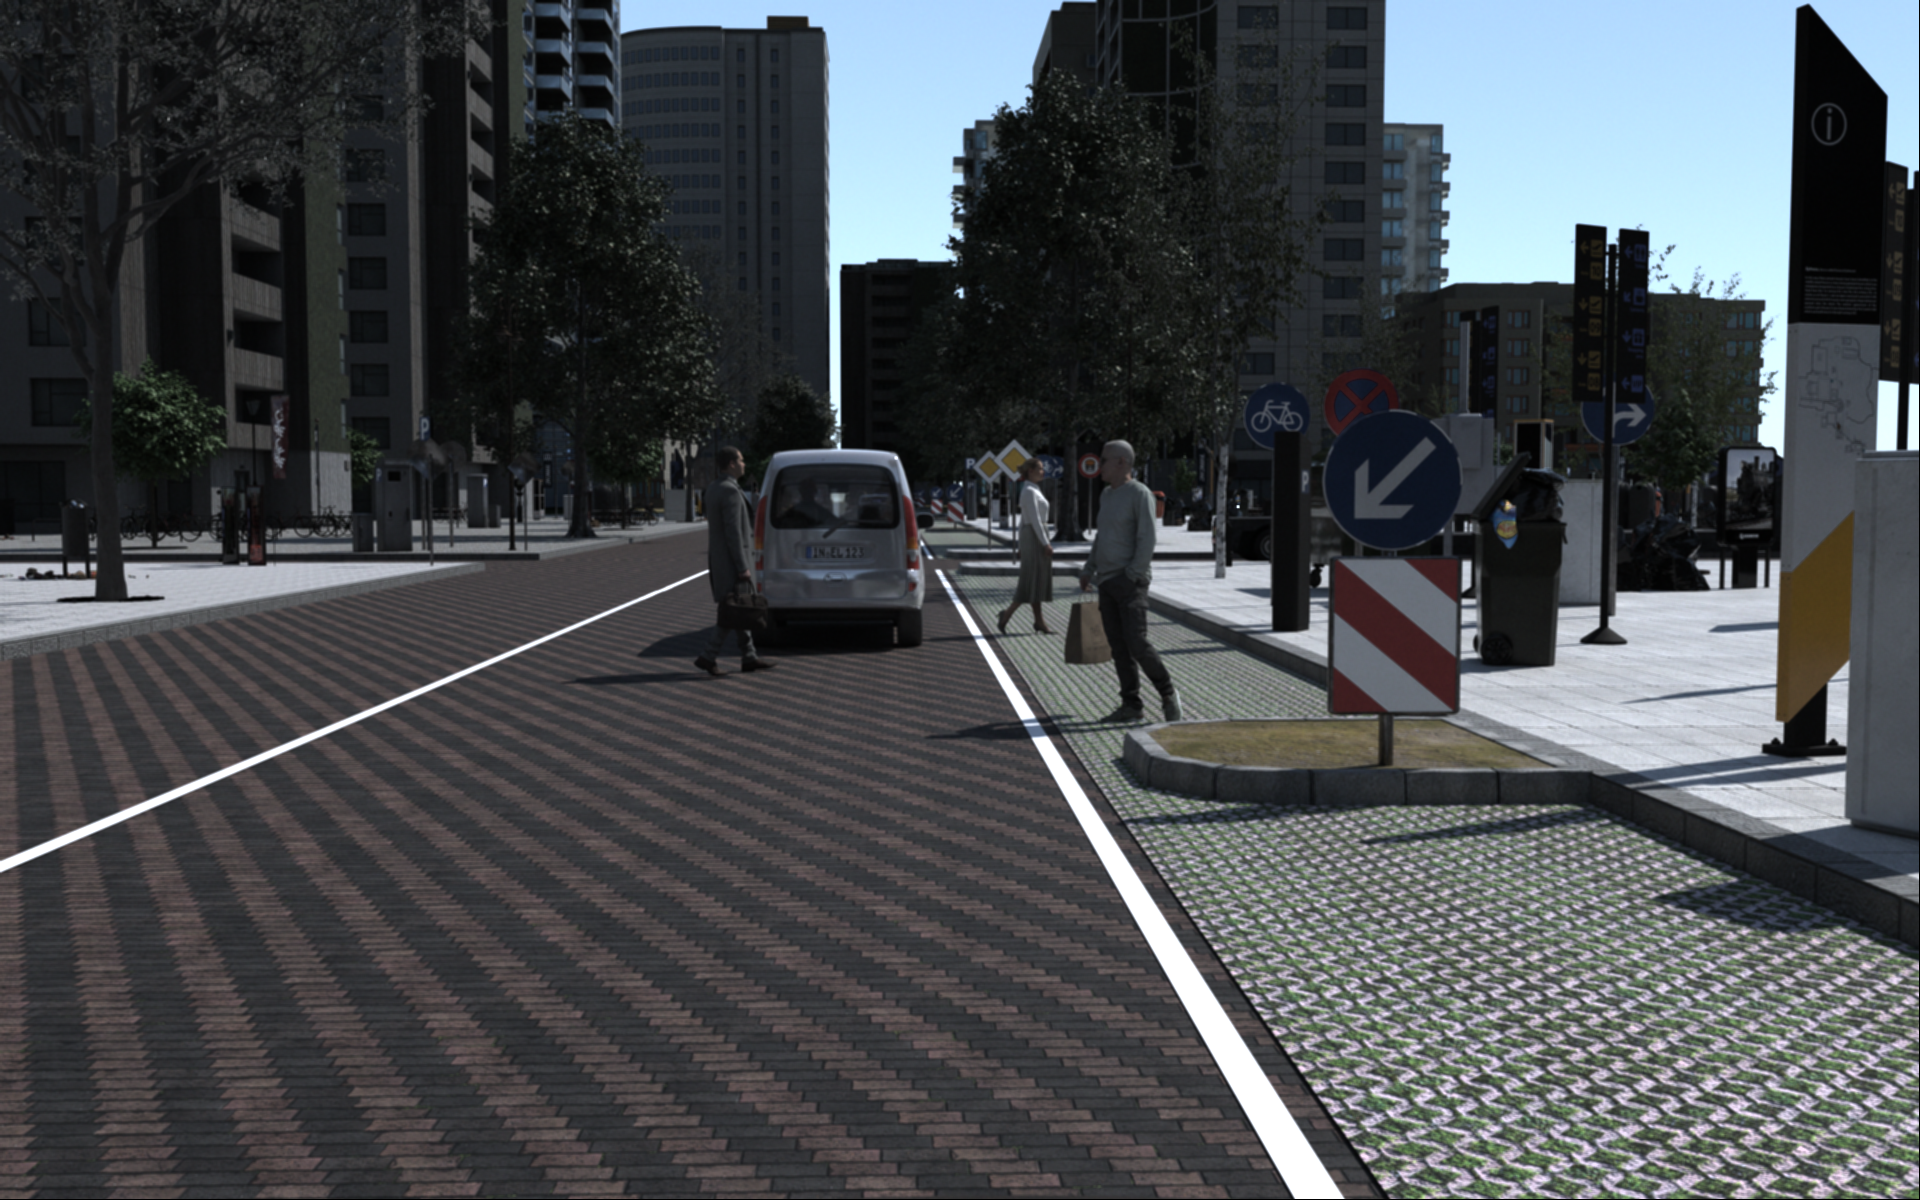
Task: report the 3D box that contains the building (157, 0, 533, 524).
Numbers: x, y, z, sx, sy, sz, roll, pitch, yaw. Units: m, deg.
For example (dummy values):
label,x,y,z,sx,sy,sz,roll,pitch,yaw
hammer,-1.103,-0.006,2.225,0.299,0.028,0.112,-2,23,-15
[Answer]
label,x,y,z,sx,sy,sz,roll,pitch,yaw
building,-30.548,-19.389,88.713,14.160,30.474,14.107,0,4,-2

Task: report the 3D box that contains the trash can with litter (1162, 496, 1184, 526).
label,x,y,z,sx,sy,sz,roll,pitch,yaw
trash can with litter,8.443,-3.537,69.212,1.055,1.170,0.624,-3,5,-42

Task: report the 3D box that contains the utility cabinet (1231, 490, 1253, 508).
label,x,y,z,sx,sy,sz,roll,pitch,yaw
utility cabinet,15.487,-5.296,95.270,1.173,1.500,0.318,1,4,15

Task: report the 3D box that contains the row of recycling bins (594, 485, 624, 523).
label,x,y,z,sx,sy,sz,roll,pitch,yaw
row of recycling bins,-15.910,-4.384,78.787,1.069,1.692,3.534,0,4,0

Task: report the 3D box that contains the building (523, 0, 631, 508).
label,x,y,z,sx,sy,sz,roll,pitch,yaw
building,-36.130,-49.803,126.958,22.319,86.520,31.000,0,4,-2

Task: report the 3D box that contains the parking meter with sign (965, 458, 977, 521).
label,x,y,z,sx,sy,sz,roll,pitch,yaw
parking meter with sign,0.572,-5.395,84.474,0.543,3.016,1.738,0,4,4

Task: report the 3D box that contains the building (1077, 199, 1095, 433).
label,x,y,z,sx,sy,sz,roll,pitch,yaw
building,16.538,-23.214,151.244,14.160,30.474,14.107,0,4,-2

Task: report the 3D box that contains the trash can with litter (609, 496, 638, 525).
label,x,y,z,sx,sy,sz,roll,pitch,yaw
trash can with litter,-14.458,-3.821,73.536,1.678,1.210,2.233,1,4,16

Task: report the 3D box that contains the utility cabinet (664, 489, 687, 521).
label,x,y,z,sx,sy,sz,roll,pitch,yaw
utility cabinet,-13.374,-4.471,81.781,1.173,1.500,0.318,-2,4,-24

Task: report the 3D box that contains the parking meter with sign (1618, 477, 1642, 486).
label,x,y,z,sx,sy,sz,roll,pitch,yaw
parking meter with sign,33.858,-5.629,88.300,1.738,3.016,0.543,2,4,29

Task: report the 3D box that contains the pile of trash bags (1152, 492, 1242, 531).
label,x,y,z,sx,sy,sz,roll,pitch,yaw
pile of trash bags,8.222,-3.087,60.229,3.447,1.369,1.912,1,4,19

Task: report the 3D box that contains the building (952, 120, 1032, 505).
label,x,y,z,sx,sy,sz,roll,pitch,yaw
building,14.187,-36.761,220.647,30.456,49.044,23.786,0,4,-2

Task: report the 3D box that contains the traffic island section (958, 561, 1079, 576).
label,x,y,z,sx,sy,sz,roll,pitch,yaw
traffic island section,1.003,-0.559,31.423,2.009,0.180,2.903,0,4,-2

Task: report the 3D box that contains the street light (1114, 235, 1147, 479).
label,x,y,z,sx,sy,sz,roll,pitch,yaw
street light,3.040,-3.561,31.002,0.468,5.910,1.993,0,4,-2

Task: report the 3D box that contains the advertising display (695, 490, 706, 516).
label,x,y,z,sx,sy,sz,roll,pitch,yaw
advertising display,-15.089,-5.837,100.653,0.123,1.923,0.974,-3,5,-44

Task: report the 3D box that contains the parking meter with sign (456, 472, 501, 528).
label,x,y,z,sx,sy,sz,roll,pitch,yaw
parking meter with sign,-18.281,-4.240,65.589,1.738,3.016,0.543,1,4,10

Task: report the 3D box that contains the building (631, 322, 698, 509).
label,x,y,z,sx,sy,sz,roll,pitch,yaw
building,-40.946,-19.547,164.635,28.899,21.520,27.650,0,4,-2

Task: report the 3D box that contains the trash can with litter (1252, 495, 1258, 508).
label,x,y,z,sx,sy,sz,roll,pitch,yaw
trash can with litter,16.367,-5.334,98.266,2.233,1.210,1.678,3,5,43

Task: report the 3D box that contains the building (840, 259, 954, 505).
label,x,y,z,sx,sy,sz,roll,pitch,yaw
building,-7.892,-27.152,215.628,14.107,30.474,14.160,0,4,-2

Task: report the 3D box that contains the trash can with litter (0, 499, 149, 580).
label,x,y,z,sx,sy,sz,roll,pitch,yaw
trash can with litter,-13.683,-0.942,26.452,2.233,1.210,1.678,2,4,25

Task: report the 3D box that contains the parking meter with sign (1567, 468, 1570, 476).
label,x,y,z,sx,sy,sz,roll,pitch,yaw
parking meter with sign,39.391,-7.227,114.416,0.543,3.016,1.738,-2,4,-32

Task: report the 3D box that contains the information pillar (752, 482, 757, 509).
label,x,y,z,sx,sy,sz,roll,pitch,yaw
information pillar,-12.143,-5.984,102.322,0.304,2.012,0.304,-1,4,-13

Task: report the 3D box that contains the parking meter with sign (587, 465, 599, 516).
label,x,y,z,sx,sy,sz,roll,pitch,yaw
parking meter with sign,-21.685,-6.495,102.455,0.543,3.016,1.738,1,4,22

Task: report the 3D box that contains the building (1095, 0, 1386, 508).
label,x,y,z,sx,sy,sz,roll,pitch,yaw
building,19.590,-42.474,132.699,20.563,71.187,20.611,0,4,-2

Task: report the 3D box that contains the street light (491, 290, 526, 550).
label,x,y,z,sx,sy,sz,roll,pitch,yaw
street light,-10.226,-4.074,39.393,0.468,5.910,1.993,0,4,-2

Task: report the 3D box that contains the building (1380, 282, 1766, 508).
label,x,y,z,sx,sy,sz,roll,pitch,yaw
building,56.573,-19.724,167.528,28.899,21.520,27.650,0,4,-2

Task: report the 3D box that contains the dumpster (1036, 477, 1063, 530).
label,x,y,z,sx,sy,sz,roll,pitch,yaw
dumpster,3.082,-3.389,61.173,1.264,1.857,1.865,0,4,-2

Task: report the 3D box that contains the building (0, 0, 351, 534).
label,x,y,z,sx,sy,sz,roll,pitch,yaw
building,-30.925,-17.685,60.855,14.160,30.474,14.107,0,4,-2

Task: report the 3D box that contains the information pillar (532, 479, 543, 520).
label,x,y,z,sx,sy,sz,roll,pitch,yaw
information pillar,-20.824,-4.932,85.135,0.304,2.012,0.304,-1,4,-22

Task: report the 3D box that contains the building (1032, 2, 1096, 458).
label,x,y,z,sx,sy,sz,roll,pitch,yaw
building,18.506,-33.350,168.971,21.300,48.544,21.600,0,4,-2

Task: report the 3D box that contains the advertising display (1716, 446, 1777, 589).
label,x,y,z,sx,sy,sz,roll,pitch,yaw
advertising display,10.697,-1.122,23.565,0.974,1.923,0.123,-2,4,-25

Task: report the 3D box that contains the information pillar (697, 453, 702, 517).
label,x,y,z,sx,sy,sz,roll,pitch,yaw
information pillar,-14.798,-6.537,98.236,0.183,3.616,0.504,-2,4,-24

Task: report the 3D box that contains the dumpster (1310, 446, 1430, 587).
label,x,y,z,sx,sy,sz,roll,pitch,yaw
dumpster,5.399,-1.253,22.973,1.502,2.255,1.985,0,4,-2

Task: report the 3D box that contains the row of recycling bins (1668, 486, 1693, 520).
label,x,y,z,sx,sy,sz,roll,pitch,yaw
row of recycling bins,34.688,-4.797,85.551,3.534,1.692,1.069,0,4,4

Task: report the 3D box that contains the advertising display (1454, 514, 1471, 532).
label,x,y,z,sx,sy,sz,roll,pitch,yaw
advertising display,15.951,-3.064,55.315,0.974,1.923,0.123,-2,4,-30

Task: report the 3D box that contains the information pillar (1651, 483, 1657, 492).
label,x,y,z,sx,sy,sz,roll,pitch,yaw
information pillar,30.009,-4.321,75.145,0.304,2.012,0.304,-2,4,-26

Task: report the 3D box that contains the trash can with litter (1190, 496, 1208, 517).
label,x,y,z,sx,sy,sz,roll,pitch,yaw
trash can with litter,12.668,-4.870,91.005,1.055,1.170,0.624,-1,4,-12

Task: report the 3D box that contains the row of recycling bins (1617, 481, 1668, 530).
label,x,y,z,sx,sy,sz,roll,pitch,yaw
row of recycling bins,20.608,-2.945,55.261,1.069,1.692,3.534,-2,4,-32

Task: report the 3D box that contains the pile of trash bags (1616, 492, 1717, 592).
label,x,y,z,sx,sy,sz,roll,pitch,yaw
pile of trash bags,9.149,-0.891,24.319,1.912,1.369,3.447,0,4,6

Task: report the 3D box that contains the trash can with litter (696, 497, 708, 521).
label,x,y,z,sx,sy,sz,roll,pitch,yaw
trash can with litter,-12.227,-4.462,84.007,1.678,1.210,2.233,0,4,-5

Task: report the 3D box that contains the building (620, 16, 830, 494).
label,x,y,z,sx,sy,sz,roll,pitch,yaw
building,-30.504,-41.305,217.329,28.212,58.520,21.231,0,4,-2

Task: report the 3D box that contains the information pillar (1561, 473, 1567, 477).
label,x,y,z,sx,sy,sz,roll,pitch,yaw
information pillar,20.851,-3.400,60.084,0.304,2.012,0.304,3,4,37

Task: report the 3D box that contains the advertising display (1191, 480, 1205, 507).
label,x,y,z,sx,sy,sz,roll,pitch,yaw
advertising display,10.834,-4.501,78.805,0.123,1.923,0.974,-2,4,-24

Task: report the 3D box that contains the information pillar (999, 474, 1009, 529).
label,x,y,z,sx,sy,sz,roll,pitch,yaw
information pillar,1.638,-3.656,64.270,0.304,2.012,0.304,1,4,12

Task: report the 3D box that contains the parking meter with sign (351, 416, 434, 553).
label,x,y,z,sx,sy,sz,roll,pitch,yaw
parking meter with sign,-12.627,-2.586,38.538,1.738,3.016,0.543,-3,5,-42

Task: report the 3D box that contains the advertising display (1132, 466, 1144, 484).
label,x,y,z,sx,sy,sz,roll,pitch,yaw
advertising display,3.953,-2.108,39.686,0.123,1.923,0.974,-1,4,-19

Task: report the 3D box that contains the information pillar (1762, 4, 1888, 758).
label,x,y,z,sx,sy,sz,roll,pitch,yaw
information pillar,4.249,-1.046,8.464,0.504,3.616,0.183,-1,4,-14

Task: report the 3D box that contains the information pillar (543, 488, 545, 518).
label,x,y,z,sx,sy,sz,roll,pitch,yaw
information pillar,-22.040,-5.290,90.986,0.304,2.012,0.304,3,4,38

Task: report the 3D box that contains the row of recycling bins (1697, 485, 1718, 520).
label,x,y,z,sx,sy,sz,roll,pitch,yaw
row of recycling bins,36.331,-4.516,80.949,1.069,1.692,3.534,-3,4,-36

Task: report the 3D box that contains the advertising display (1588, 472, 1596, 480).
label,x,y,z,sx,sy,sz,roll,pitch,yaw
advertising display,18.713,-2.821,51.341,0.123,1.923,0.974,2,4,25

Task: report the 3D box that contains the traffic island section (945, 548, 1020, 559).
label,x,y,z,sx,sy,sz,roll,pitch,yaw
traffic island section,0.691,-1.047,39.402,2.009,0.180,2.903,0,4,-2

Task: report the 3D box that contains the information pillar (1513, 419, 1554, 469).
label,x,y,z,sx,sy,sz,roll,pitch,yaw
information pillar,5.674,-0.777,17.192,0.304,2.012,0.304,2,4,35

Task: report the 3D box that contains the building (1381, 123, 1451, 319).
label,x,y,z,sx,sy,sz,roll,pitch,yaw
building,45.796,-36.845,222.017,30.456,49.044,23.786,0,4,-2

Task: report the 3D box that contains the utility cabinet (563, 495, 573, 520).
label,x,y,z,sx,sy,sz,roll,pitch,yaw
utility cabinet,-18.862,-4.500,84.733,1.020,1.237,0.306,-1,4,-21
